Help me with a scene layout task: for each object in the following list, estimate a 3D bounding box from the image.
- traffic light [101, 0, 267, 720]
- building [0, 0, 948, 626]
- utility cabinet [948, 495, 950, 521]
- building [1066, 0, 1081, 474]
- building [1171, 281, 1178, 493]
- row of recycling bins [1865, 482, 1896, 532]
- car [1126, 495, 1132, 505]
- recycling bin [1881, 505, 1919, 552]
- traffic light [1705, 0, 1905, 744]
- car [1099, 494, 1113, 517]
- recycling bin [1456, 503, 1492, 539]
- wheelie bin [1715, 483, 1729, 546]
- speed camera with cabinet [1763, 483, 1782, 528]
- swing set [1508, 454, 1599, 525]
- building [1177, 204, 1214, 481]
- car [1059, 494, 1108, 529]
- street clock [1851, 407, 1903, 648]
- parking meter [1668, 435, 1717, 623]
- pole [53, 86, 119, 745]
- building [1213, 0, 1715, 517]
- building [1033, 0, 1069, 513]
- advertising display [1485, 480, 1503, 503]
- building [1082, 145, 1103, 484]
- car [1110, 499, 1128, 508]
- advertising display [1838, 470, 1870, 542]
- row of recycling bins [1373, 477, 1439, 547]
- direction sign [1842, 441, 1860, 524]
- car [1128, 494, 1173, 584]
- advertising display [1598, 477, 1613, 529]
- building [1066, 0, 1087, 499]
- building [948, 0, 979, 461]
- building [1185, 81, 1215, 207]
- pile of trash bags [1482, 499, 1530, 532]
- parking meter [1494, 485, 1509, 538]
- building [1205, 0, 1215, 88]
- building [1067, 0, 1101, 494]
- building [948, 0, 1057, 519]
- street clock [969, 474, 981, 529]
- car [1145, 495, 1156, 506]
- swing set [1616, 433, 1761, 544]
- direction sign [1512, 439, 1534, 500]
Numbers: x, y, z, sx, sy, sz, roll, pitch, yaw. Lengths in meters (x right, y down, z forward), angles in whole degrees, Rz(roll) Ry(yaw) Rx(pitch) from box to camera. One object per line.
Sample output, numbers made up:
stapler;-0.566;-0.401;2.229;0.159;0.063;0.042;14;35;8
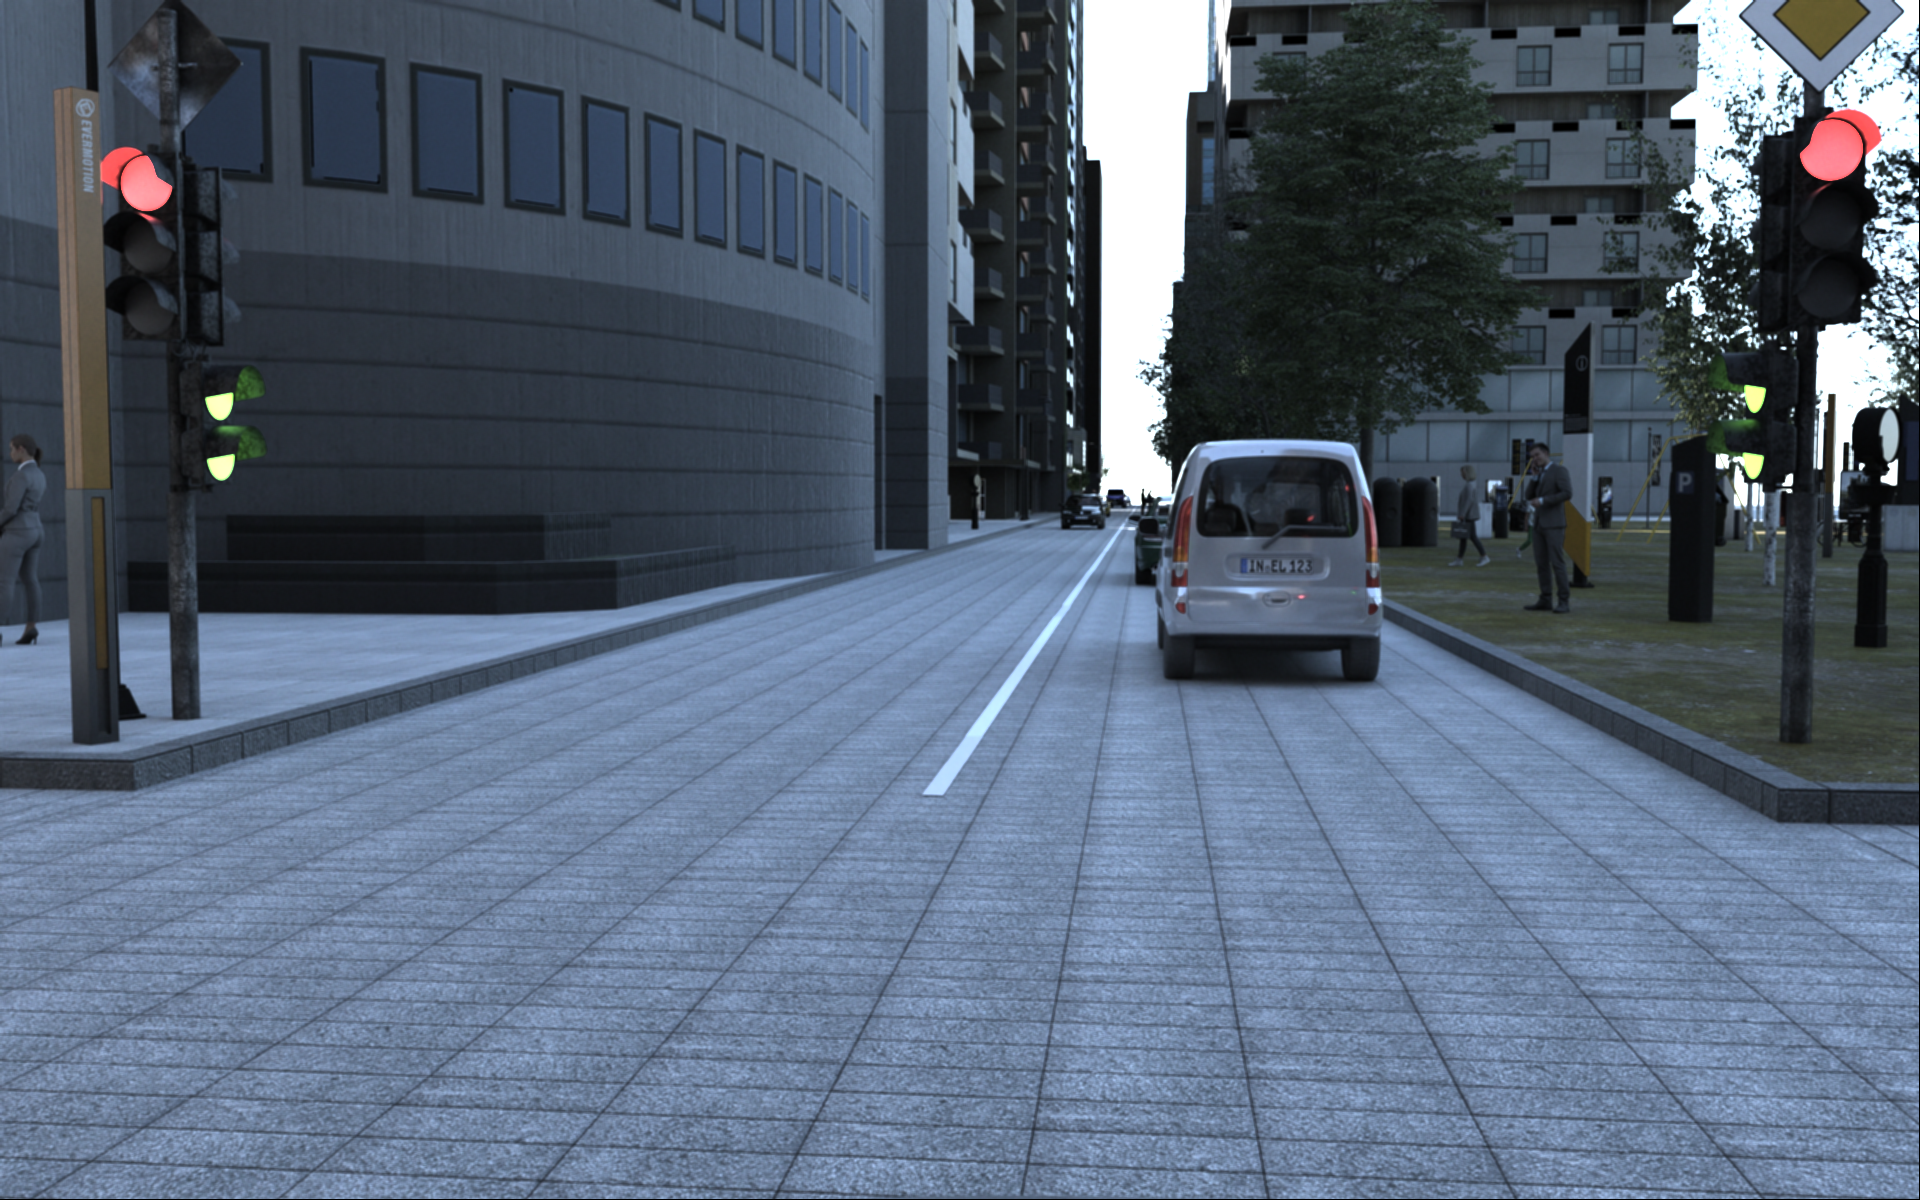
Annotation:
traffic light;-4.403;-1.275;9.773;0.839;4.253;0.868;0;4;6
building;-12.224;-29.812;29.420;21.231;58.520;28.212;0;4;6
utility cabinet;-0.928;-4.321;81.816;1.020;1.237;0.306;-3;5;-43
building;-2.098;-32.034;143.365;23.786;49.044;30.456;0;4;6
building;35.624;-28.288;234.212;14.160;30.474;14.107;0;4;6
row of recycling bins;31.799;-3.055;57.060;3.534;1.692;1.069;0;4;7
car;21.088;-12.832;222.162;2.083;1.381;4.827;0;4;7
recycling bin;21.041;-1.601;38.729;0.722;1.027;0.722;1;4;23
traffic light;4.310;-1.220;8.860;0.839;4.253;0.868;0;4;6
car;8.647;-6.078;109.606;2.015;1.641;3.980;0;4;6
recycling bin;14.737;-2.267;49.624;0.722;1.027;0.722;-2;4;-26
wheelie bin;18.499;-2.129;42.723;0.693;1.594;0.980;0;4;-1
speed camera with cabinet;31.069;-4.394;66.176;0.660;3.252;2.038;2;4;27
swing set;23.143;-4.309;68.077;2.862;2.851;3.119;0;4;-7
building;29.439;-24.620;174.232;14.160;30.474;14.107;0;4;6
car;5.117;-3.786;71.684;2.009;1.686;4.222;0;4;6
street clock;7.650;-0.607;14.490;0.471;2.002;0.358;-3;5;-40
parking meter;7.363;-0.717;17.428;0.255;1.863;0.399;-2;4;-25
pole;-4.463;-0.918;8.847;0.158;3.312;0.155;0;3;0
building;30.472;-31.973;111.989;28.713;52.752;27.495;0;4;6
building;0.217;-26.753;121.001;14.154;41.232;14.086;0;4;6
advertising display;23.932;-4.430;77.641;0.974;1.923;0.123;-2;4;-31
building;11.571;-35.270;226.768;14.600;45.320;14.200;0;4;6
car;16.962;-10.560;185.237;1.945;1.354;3.894;0;4;7
advertising display;23.884;-2.505;46.174;0.123;1.923;0.974;-1;4;-23
row of recycling bins;9.945;-2.148;42.239;3.534;1.692;1.069;0;4;-8
direction sign;38.184;-5.032;74.267;0.379;3.537;0.876;-1;4;-22
car;3.847;-1.039;28.787;2.131;1.459;4.920;0;4;7
advertising display;23.905;-3.607;64.181;0.123;1.923;0.974;3;5;43
building;2.513;-53.194;182.391;22.319;86.520;31.000;0;4;6
building;-13.855;-29.145;65.760;28.713;52.752;27.495;0;4;6
building;31.513;-32.938;188.642;14.600;45.320;14.200;0;4;6
pile of trash bags;19.556;-3.060;59.784;3.447;1.369;1.912;2;4;27
parking meter;15.720;-2.560;50.262;0.372;1.533;0.369;0;3;0
building;38.691;-54.854;209.534;22.319;86.520;31.000;0;4;6
building;6.711;-47.142;209.025;20.563;71.187;20.611;0;4;6
building;-5.912;-27.208;99.475;22.147;44.769;28.867;0;4;6
street clock;0.547;-3.578;63.065;0.358;2.002;0.471;2;4;34
car;23.949;-12.517;217.226;1.945;1.354;3.894;0;4;5
swing set;19.345;-2.957;45.964;2.862;2.851;3.119;0;4;6
direction sign;23.204;-4.859;71.446;0.876;3.537;0.379;2;4;31
